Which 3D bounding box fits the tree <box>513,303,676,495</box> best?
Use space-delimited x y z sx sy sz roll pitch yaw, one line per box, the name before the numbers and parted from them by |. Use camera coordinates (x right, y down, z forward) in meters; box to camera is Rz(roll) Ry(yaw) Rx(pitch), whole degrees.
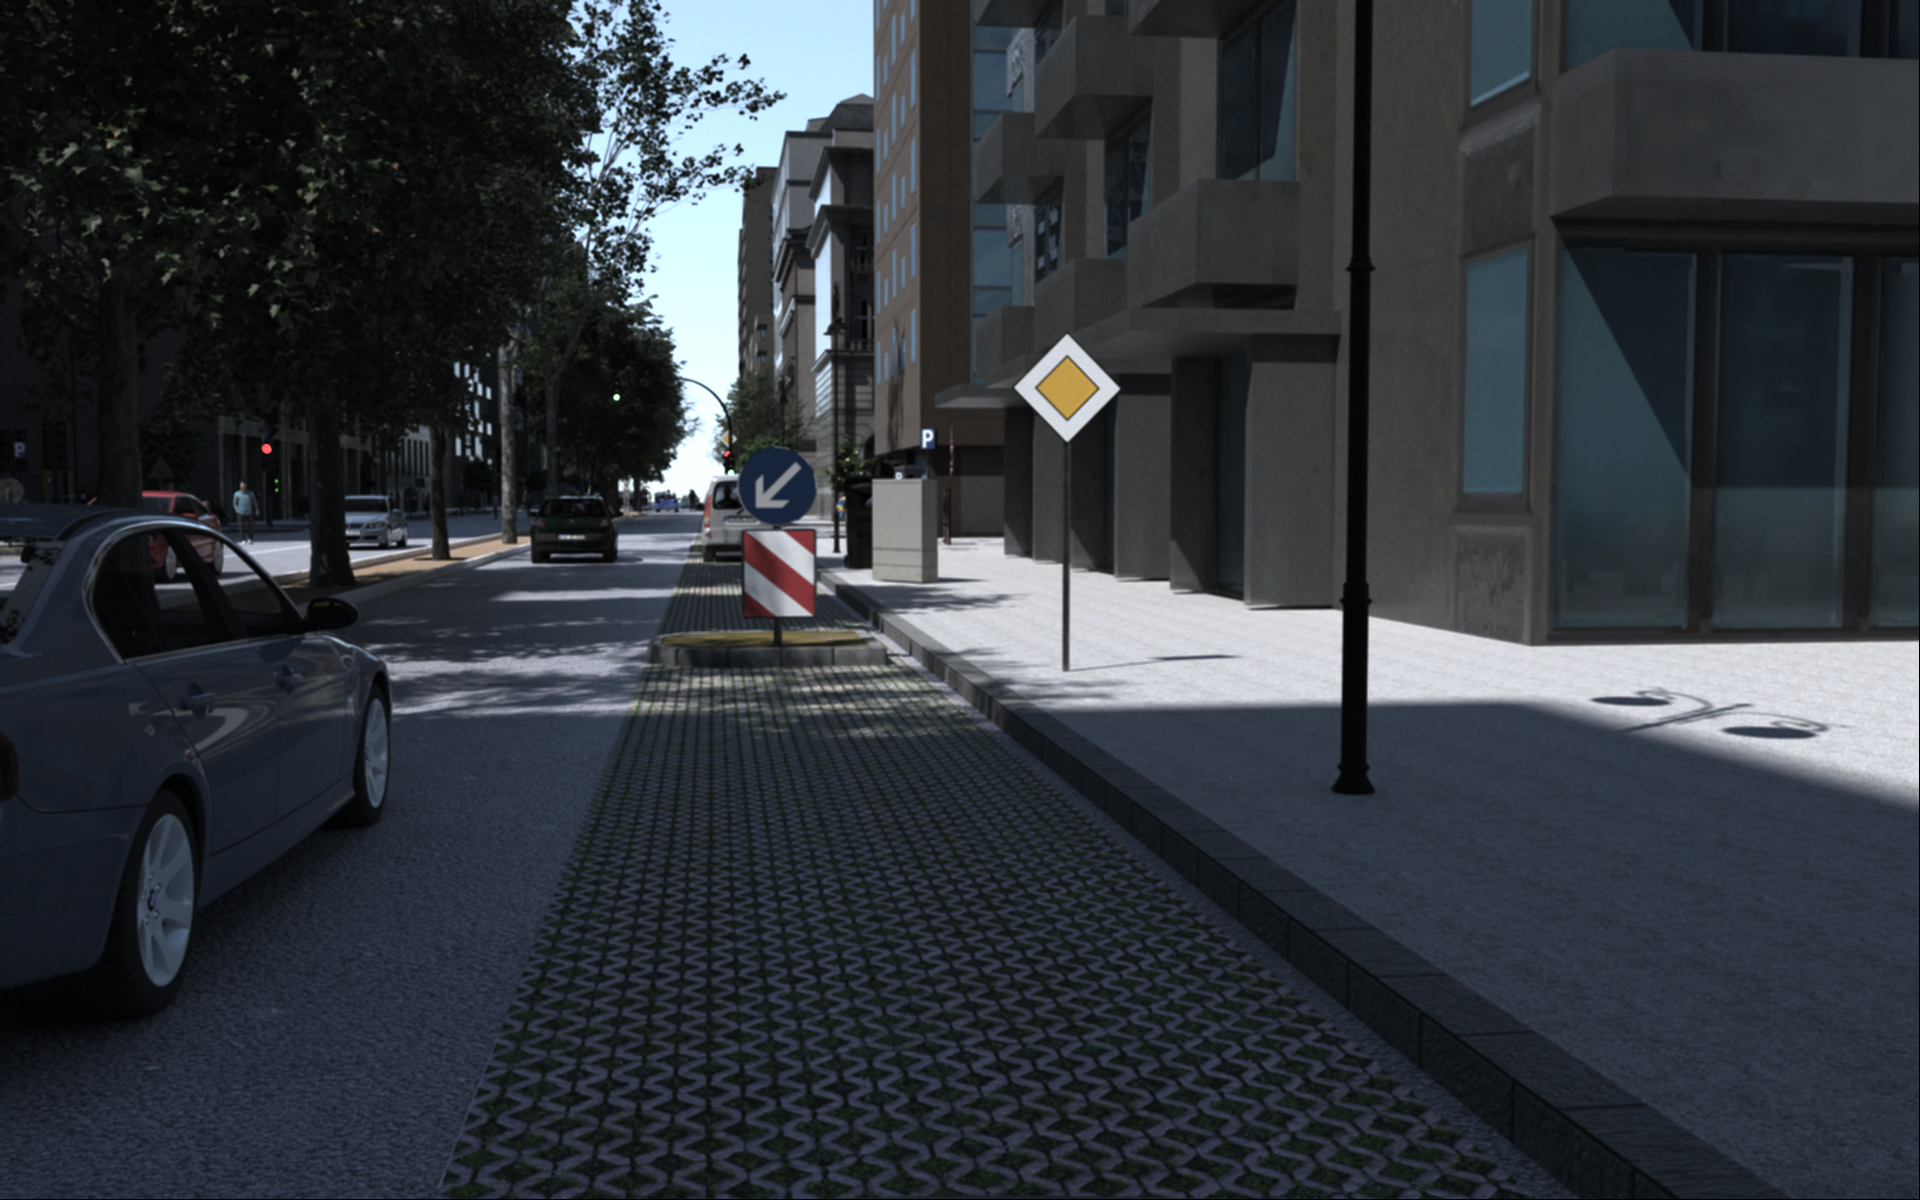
tree | -17.988 -8.992 83.891 8.767 10.594 7.601 -1 4 -8

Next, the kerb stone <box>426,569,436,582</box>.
kerb stone | -8.823 -0.389 28.551 0.120 0.150 1.000 -1 4 -8

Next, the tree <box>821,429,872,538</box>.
tree | -3.405 -3.435 50.756 1.663 3.219 1.824 0 3 0

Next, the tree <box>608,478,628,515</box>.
tree | -22.956 -10.123 118.331 4.737 8.622 4.395 0 3 0

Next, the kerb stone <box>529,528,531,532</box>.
kerb stone | -15.983 -2.537 63.755 0.120 0.150 1.000 -1 4 -8

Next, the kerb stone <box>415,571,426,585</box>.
kerb stone | -8.674 -0.327 27.540 0.120 0.150 1.000 -1 4 -8

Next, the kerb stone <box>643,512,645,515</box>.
kerb stone | -21.234 -5.694 115.305 0.120 0.150 1.000 -1 4 -8

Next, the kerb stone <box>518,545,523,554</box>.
kerb stone | -10.702 -1.195 41.738 0.120 0.150 1.000 -1 4 -8

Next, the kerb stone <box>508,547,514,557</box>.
kerb stone | -10.410 -1.071 39.714 0.120 0.150 1.000 -1 4 -8

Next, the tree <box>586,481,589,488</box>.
tree | -56.468 -16.648 255.908 4.285 4.588 4.351 0 3 0

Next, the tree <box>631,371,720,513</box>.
tree | -24.611 -13.437 132.524 12.009 13.543 11.850 0 3 0

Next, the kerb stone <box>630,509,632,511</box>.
kerb stone | -27.548 -7.478 144.467 0.120 0.150 1.000 -1 4 -8

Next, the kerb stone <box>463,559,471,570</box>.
kerb stone | -9.391 -0.637 32.612 0.120 0.150 1.000 -1 4 -8

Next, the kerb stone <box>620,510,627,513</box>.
kerb stone | -26.087 -6.858 134.316 0.120 0.150 1.000 -1 4 -8

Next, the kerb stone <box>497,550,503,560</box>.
kerb stone | -10.125 -0.947 37.683 0.120 0.150 1.000 -1 4 -8

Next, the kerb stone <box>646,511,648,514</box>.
kerb stone | -21.970 -6.005 120.380 0.120 0.150 1.000 -1 4 -8

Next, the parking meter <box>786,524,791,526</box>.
parking meter | -6.905 -3.867 68.941 0.255 1.863 0.399 0 4 6

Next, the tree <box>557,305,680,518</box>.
tree | -20.391 -11.085 101.823 7.486 12.596 7.792 0 3 0

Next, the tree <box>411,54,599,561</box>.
tree | -11.309 -6.658 37.078 9.928 11.665 9.643 0 3 0

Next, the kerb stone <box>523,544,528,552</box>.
kerb stone | -10.845 -1.257 42.753 0.120 0.150 1.000 -1 4 -8

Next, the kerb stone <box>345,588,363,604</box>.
kerb stone | -7.941 -0.016 22.450 0.120 0.150 1.000 -1 4 -8

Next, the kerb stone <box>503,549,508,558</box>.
kerb stone | -10.267 -1.010 38.701 0.120 0.150 1.000 -1 4 -8

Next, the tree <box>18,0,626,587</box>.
tree | -9.695 -7.167 26.285 9.857 13.997 8.962 0 3 0

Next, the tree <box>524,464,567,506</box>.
tree | -46.461 -12.709 191.507 4.285 4.588 4.351 0 3 0

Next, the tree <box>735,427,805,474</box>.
tree | -9.190 -6.166 84.526 4.285 4.588 4.351 0 3 0

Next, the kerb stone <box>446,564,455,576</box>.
kerb stone | -9.102 -0.507 30.583 0.120 0.150 1.000 -1 4 -8

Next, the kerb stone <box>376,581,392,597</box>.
kerb stone | -8.229 -0.140 24.488 0.120 0.150 1.000 -1 4 -8

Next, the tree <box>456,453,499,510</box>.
tree | -38.681 -9.491 138.895 4.285 4.588 4.351 0 3 0

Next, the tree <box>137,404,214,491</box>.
tree | -28.878 -4.834 62.755 4.285 4.588 4.351 0 3 0

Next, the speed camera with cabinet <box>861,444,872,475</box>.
speed camera with cabinet | -3.323 -4.549 68.714 0.660 3.252 2.038 -3 4 -37

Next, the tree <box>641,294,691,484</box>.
tree | -19.068 -11.229 92.703 9.857 13.997 8.962 0 3 0

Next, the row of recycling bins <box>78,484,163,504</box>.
row of recycling bins | -35.264 -3.999 72.492 3.534 1.692 1.069 -3 4 -37

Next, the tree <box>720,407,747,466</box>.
tree | -29.848 -19.875 235.326 12.009 13.543 11.850 0 3 0

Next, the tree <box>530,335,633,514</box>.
tree | -16.994 -7.654 77.962 4.360 8.622 3.978 0 3 0

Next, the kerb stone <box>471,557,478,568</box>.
kerb stone | -9.545 -0.699 33.628 0.120 0.150 1.000 -1 4 -8

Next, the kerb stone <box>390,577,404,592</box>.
kerb stone | -8.375 -0.202 25.503 0.120 0.150 1.000 -1 4 -8

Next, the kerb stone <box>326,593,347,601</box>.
kerb stone | -7.792 0.047 21.434 0.120 0.150 1.000 -1 4 -8

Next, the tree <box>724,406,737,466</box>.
tree | -16.584 -11.356 136.029 4.360 8.622 3.978 0 3 0

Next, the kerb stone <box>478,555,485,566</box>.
kerb stone | -9.680 -0.761 34.642 0.120 0.150 1.000 -1 4 -8

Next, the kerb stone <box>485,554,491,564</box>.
kerb stone | -9.832 -0.823 35.653 0.120 0.150 1.000 -1 4 -8

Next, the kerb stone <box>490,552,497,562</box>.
kerb stone | -9.981 -0.880 36.664 0.120 0.150 1.000 -1 4 -8

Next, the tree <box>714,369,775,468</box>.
tree | -18.875 -14.606 156.942 7.486 12.596 7.792 0 3 0

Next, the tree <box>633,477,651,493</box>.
tree | -23.575 -10.404 122.929 4.360 8.622 3.978 0 3 0

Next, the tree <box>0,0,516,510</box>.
tree | -8.107 -5.927 16.378 9.611 12.733 9.660 0 3 0

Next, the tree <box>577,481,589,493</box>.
tree | -57.890 -16.658 266.960 1.663 3.219 1.824 0 3 0

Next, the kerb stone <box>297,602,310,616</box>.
kerb stone | -7.640 0.109 20.414 0.120 0.150 1.000 -1 4 -8

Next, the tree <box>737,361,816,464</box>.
tree | -9.983 -8.862 95.250 4.360 8.622 3.978 0 3 0

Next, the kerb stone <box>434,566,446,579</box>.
kerb stone | -8.961 -0.451 29.567 0.120 0.150 1.000 -1 4 -8

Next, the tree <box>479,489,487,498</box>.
tree | -39.953 -9.158 144.331 1.663 3.219 1.824 0 3 0

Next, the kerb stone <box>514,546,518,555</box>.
kerb stone | -10.563 -1.128 40.725 0.120 0.150 1.000 -1 4 -8

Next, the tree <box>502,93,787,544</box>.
tree | -11.554 -11.615 48.246 12.611 20.169 13.585 0 3 0

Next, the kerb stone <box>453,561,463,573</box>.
kerb stone | -9.248 -0.575 31.600 0.120 0.150 1.000 -1 4 -8

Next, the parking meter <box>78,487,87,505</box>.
parking meter | -30.621 -3.175 60.317 0.372 1.533 0.369 0 3 0

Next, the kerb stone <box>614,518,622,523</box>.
kerb stone | -17.173 -3.951 86.887 0.120 0.150 1.000 -1 4 -8

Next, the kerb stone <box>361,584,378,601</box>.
kerb stone | -8.087 -0.077 23.475 0.120 0.150 1.000 -1 4 -8

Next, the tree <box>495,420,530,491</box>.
tree | -42.111 -13.110 164.712 4.360 8.622 3.978 0 3 0

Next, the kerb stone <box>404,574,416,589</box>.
kerb stone | -8.522 -0.262 26.529 0.120 0.150 1.000 -1 4 -8

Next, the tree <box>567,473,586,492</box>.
tree | -51.276 -14.643 223.121 4.285 4.588 4.351 0 3 0

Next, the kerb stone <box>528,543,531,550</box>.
kerb stone | -10.991 -1.316 43.765 0.120 0.150 1.000 -1 4 -8
